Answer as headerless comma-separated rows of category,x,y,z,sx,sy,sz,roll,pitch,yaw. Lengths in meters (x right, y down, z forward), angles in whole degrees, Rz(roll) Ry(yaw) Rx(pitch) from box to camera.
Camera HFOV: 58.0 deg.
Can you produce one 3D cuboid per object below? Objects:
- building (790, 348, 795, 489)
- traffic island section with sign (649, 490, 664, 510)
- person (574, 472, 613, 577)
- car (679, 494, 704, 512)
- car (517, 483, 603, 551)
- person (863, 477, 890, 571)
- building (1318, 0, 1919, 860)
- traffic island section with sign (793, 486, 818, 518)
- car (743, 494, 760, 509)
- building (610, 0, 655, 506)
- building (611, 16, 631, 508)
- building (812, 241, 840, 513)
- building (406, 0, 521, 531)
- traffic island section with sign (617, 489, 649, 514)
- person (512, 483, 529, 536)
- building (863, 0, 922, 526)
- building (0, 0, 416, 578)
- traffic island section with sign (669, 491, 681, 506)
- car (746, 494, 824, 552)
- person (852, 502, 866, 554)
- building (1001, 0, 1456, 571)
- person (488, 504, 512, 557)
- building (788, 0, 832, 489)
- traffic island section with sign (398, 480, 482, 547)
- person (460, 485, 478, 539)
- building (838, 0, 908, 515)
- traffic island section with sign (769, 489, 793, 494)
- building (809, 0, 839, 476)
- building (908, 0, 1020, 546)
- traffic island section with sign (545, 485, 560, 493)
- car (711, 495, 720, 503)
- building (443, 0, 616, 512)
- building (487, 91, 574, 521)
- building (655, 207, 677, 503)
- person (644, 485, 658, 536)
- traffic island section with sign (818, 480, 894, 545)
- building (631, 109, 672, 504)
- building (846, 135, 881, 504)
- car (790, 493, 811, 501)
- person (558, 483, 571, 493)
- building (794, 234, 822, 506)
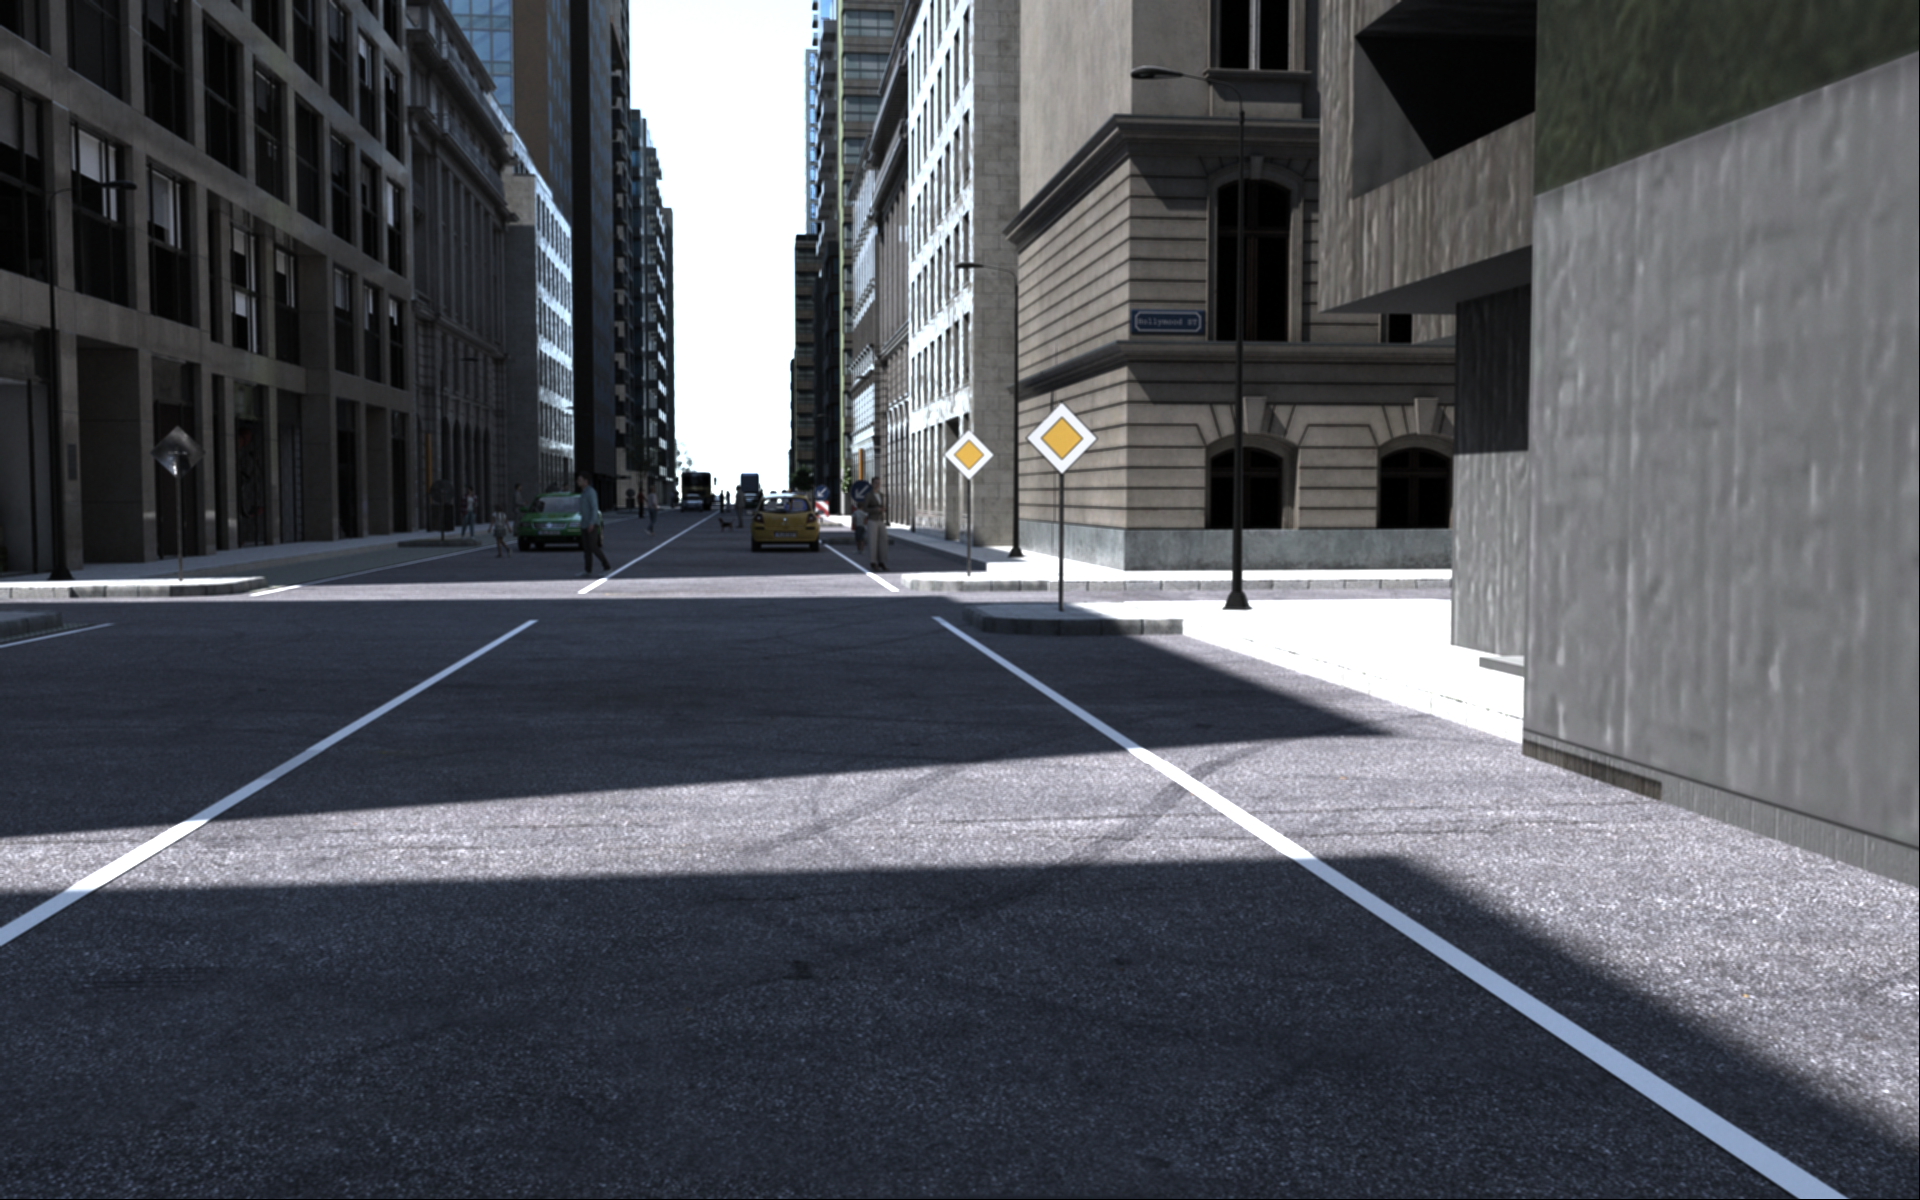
building,-7.063,-22.744,216.901,27.650,21.520,28.899,0,4,-7
traffic island section with sign,-26.951,-8.743,151.583,1.989,1.847,2.006,0,4,-7
person,-6.357,-1.315,30.014,0.620,1.820,0.660,-2,4,-32
car,-21.591,-7.791,139.379,2.014,1.417,4.499,-1,4,-9
car,-10.389,-2.223,45.141,1.959,1.807,4.718,0,4,-5
person,-1.552,-1.429,32.420,0.519,1.759,0.362,-3,5,-43
building,9.804,-14.667,11.515,14.160,30.474,14.107,0,4,-7
traffic island section with sign,-6.236,-4.144,76.375,1.989,1.847,2.006,0,4,-7
car,-17.763,-8.221,146.206,2.131,1.459,4.920,0,4,-8
building,-44.487,-45.994,190.259,20.563,71.187,20.611,0,4,-7
building,-41.593,-30.673,156.132,22.147,44.769,28.867,0,4,-7
building,2.957,-17.694,134.344,27.650,21.520,28.899,0,4,-7
building,-25.822,-13.910,69.223,13.314,21.916,24.055,0,4,-7
traffic island section with sign,-23.624,-7.086,124.481,1.989,1.847,2.006,0,4,-7
person,-14.806,-3.038,58.369,0.583,1.804,0.606,-1,4,-18
building,3.422,-14.059,71.671,13.314,21.916,24.055,0,4,-7
building,-25.887,-14.391,39.811,19.350,26.468,34.151,0,4,-7
traffic island section with sign,-33.597,-12.067,205.921,1.989,1.847,2.006,0,4,-7
car,-4.490,-2.094,44.466,2.015,1.641,3.980,0,4,-6
person,-2.425,-1.731,41.485,0.332,1.250,0.352,1,4,11
building,18.904,-13.215,35.147,34.723,24.649,14.460,0,4,-7
person,-10.430,-1.573,39.230,0.382,1.210,0.505,3,5,40
building,-12.982,-56.981,244.311,22.319,86.520,31.000,0,4,-7
traffic island section with sign,-14.188,-2.371,47.396,1.989,1.847,2.006,0,4,-7
person,-15.438,-2.761,54.483,0.563,1.720,0.643,-2,4,-27
building,-0.887,-26.181,111.662,14.154,41.232,14.086,0,4,-7
traffic island section with sign,-15.610,-8.828,152.962,1.989,1.847,2.006,0,4,-7
building,-2.038,-33.221,162.776,23.786,49.044,30.456,0,4,-7
building,4.454,-11.980,50.618,10.420,20.320,16.860,0,4,-7
traffic island section with sign,-17.530,-4.040,74.686,1.989,1.847,2.006,0,4,-7
car,-33.363,-13.751,237.192,2.083,1.381,4.827,0,4,-5
building,-34.658,-29.676,135.308,14.600,45.320,14.200,0,4,-7
building,-26.363,-14.407,90.300,10.420,20.320,16.860,0,4,-7
building,-46.759,-33.983,239.211,14.154,41.232,14.086,0,4,-7
person,-10.635,-3.089,59.685,0.731,1.740,0.598,3,4,39
traffic island section with sign,-2.963,-2.507,49.619,1.989,1.847,2.006,0,4,-7
building,-48.500,-36.484,216.121,23.786,49.044,30.456,0,4,-7
building,-0.685,-14.930,93.253,9.793,20.994,18.267,0,4,-7
car,-10.975,-6.544,116.590,1.945,1.707,3.694,0,4,-8
person,-14.490,-3.379,63.616,0.638,1.841,0.748,0,4,4
building,-11.566,-25.857,194.456,14.160,30.474,14.107,0,4,-7
